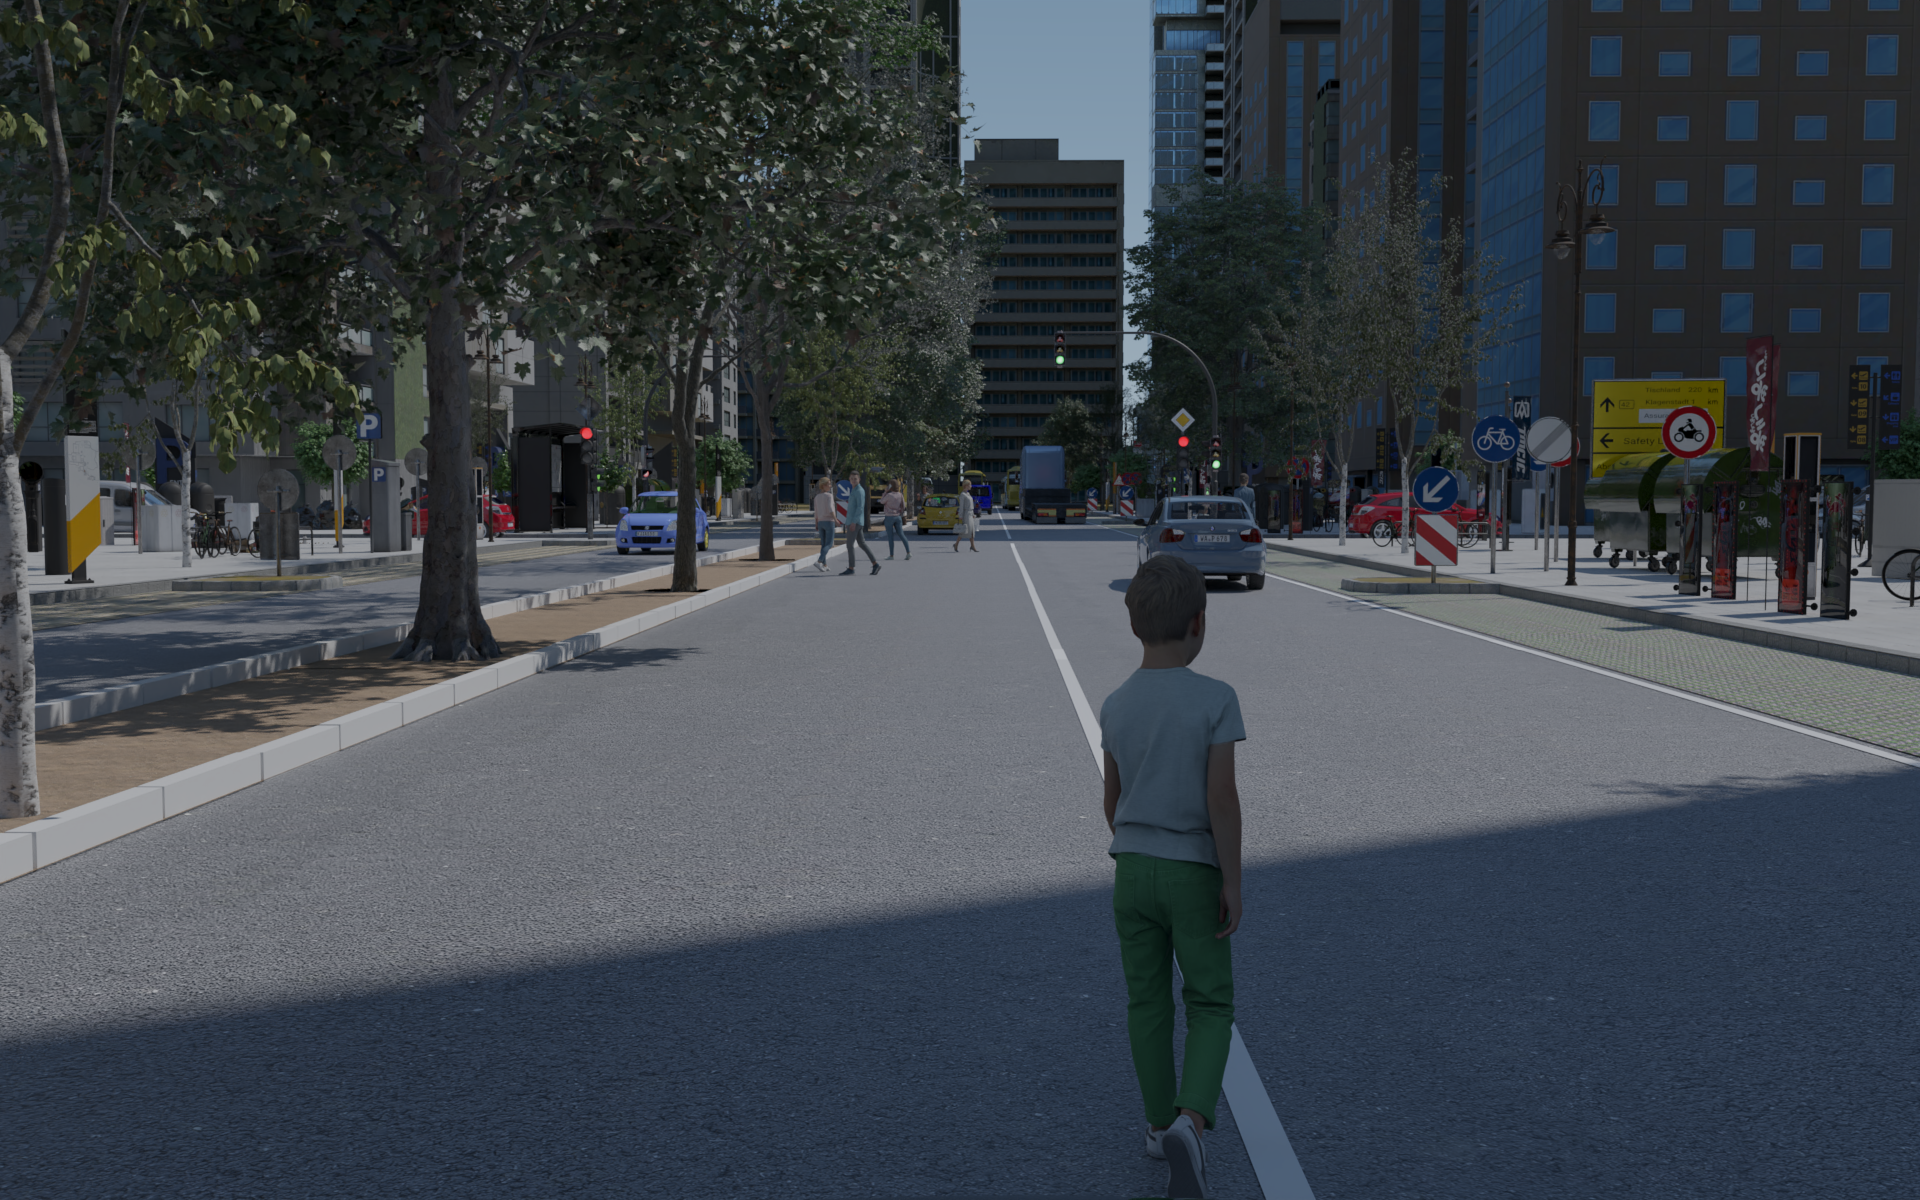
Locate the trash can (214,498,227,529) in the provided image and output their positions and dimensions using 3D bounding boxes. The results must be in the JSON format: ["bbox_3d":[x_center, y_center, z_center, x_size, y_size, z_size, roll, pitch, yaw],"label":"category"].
[{"bbox_3d":[-27.662,-3.230,64.471,0.748,1.137,0.748,0,3,0],"label":"trash can"}]

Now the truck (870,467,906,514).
[{"bbox_3d":[-5.478,-7.918,125.387,3.469,3.379,9.791,0,4,0],"label":"truck"}]

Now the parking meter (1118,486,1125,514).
[{"bbox_3d":[10.137,-6.306,108.810,0.399,1.863,0.255,-2,4,-28],"label":"parking meter"}]

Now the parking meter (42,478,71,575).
[{"bbox_3d":[-14.320,-1.165,27.457,0.372,1.533,0.369,0,3,0],"label":"parking meter"}]

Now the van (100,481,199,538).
[{"bbox_3d":[-25.415,-2.825,53.201,4.112,2.044,2.013,0,4,2],"label":"van"}]

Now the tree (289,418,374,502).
[{"bbox_3d":[-24.089,-5.074,66.674,4.285,4.588,4.351,0,3,0],"label":"tree"}]

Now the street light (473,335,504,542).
[{"bbox_3d":[-12.523,-4.483,46.080,0.468,5.910,1.993,0,4,1],"label":"street light"}]

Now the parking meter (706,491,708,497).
[{"bbox_3d":[-18.071,-6.993,122.743,0.372,1.533,0.369,0,3,0],"label":"parking meter"}]

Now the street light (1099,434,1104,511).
[{"bbox_3d":[10.617,-9.638,130.371,0.468,5.910,1.993,0,4,1],"label":"street light"}]

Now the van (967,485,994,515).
[{"bbox_3d":[1.270,-7.129,120.949,2.240,2.365,5.245,0,3,0],"label":"van"}]

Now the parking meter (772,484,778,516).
[{"bbox_3d":[-11.009,-5.934,102.724,0.399,1.863,0.255,0,4,6],"label":"parking meter"}]

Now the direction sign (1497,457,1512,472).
[{"bbox_3d":[19.553,-4.294,62.199,0.876,3.537,0.379,-1,4,-17],"label":"direction sign"}]

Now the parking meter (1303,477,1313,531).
[{"bbox_3d":[12.134,-3.346,60.419,0.255,1.863,0.399,3,4,38],"label":"parking meter"}]

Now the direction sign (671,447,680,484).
[{"bbox_3d":[-13.563,-5.602,83.590,0.876,3.537,0.379,-3,5,-41],"label":"direction sign"}]

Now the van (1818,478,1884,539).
[{"bbox_3d":[28.243,-2.816,53.048,4.112,2.044,2.013,0,4,1],"label":"van"}]

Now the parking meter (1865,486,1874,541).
[{"bbox_3d":[25.218,-2.412,47.854,0.372,1.533,0.369,0,3,0],"label":"parking meter"}]

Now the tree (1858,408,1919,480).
[{"bbox_3d":[35.392,-4.947,64.591,4.285,4.588,4.351,0,3,0],"label":"tree"}]

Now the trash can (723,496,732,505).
[{"bbox_3d":[-14.094,-5.861,107.478,0.748,1.137,0.748,0,3,0],"label":"trash can"}]

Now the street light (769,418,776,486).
[{"bbox_3d":[-11.456,-8.113,105.438,0.468,5.910,1.993,0,4,1],"label":"street light"}]

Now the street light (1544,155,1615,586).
[{"bbox_3d":[8.570,-3.139,24.108,0.468,5.910,1.993,0,4,1],"label":"street light"}]

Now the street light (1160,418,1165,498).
[{"bbox_3d":[9.753,-6.723,82.703,0.468,5.910,1.993,0,4,1],"label":"street light"}]

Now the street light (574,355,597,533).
[{"bbox_3d":[-12.303,-5.154,57.060,0.468,5.910,1.993,0,4,1],"label":"street light"}]

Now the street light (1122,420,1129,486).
[{"bbox_3d":[10.182,-8.180,106.537,0.468,5.910,1.993,0,4,1],"label":"street light"}]

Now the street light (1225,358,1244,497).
[{"bbox_3d":[9.310,-5.265,58.868,0.468,5.910,1.993,0,4,1],"label":"street light"}]

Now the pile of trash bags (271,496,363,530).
[{"bbox_3d":[-23.181,-3.191,61.926,1.912,1.369,3.447,2,4,30],"label":"pile of trash bags"}]

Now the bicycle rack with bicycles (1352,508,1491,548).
[{"bbox_3d":[11.379,-1.735,41.746,2.925,0.926,2.852,0,4,-4],"label":"bicycle rack with bicycles"}]

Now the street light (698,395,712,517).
[{"bbox_3d":[-11.972,-6.638,81.325,0.468,5.910,1.993,0,4,1],"label":"street light"}]

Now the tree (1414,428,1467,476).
[{"bbox_3d":[24.263,-6.226,85.508,4.285,4.588,4.351,0,3,0],"label":"tree"}]

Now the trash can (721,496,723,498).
[{"bbox_3d":[-17.603,-7.020,126.438,0.748,1.137,0.748,0,3,0],"label":"trash can"}]

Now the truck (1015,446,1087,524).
[{"bbox_3d":[4.707,-6.198,91.094,2.967,4.110,18.799,0,4,0],"label":"truck"}]

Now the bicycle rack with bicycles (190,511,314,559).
[{"bbox_3d":[-14.632,-1.335,35.204,2.852,0.926,2.925,0,4,7],"label":"bicycle rack with bicycles"}]

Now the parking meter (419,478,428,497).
[{"bbox_3d":[-19.188,-3.447,62.062,0.399,1.863,0.255,0,4,-8],"label":"parking meter"}]

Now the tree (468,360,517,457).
[{"bbox_3d":[-25.130,-8.519,89.655,4.360,8.622,3.978,0,3,0],"label":"tree"}]

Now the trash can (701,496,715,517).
[{"bbox_3d":[-14.173,-5.221,97.023,0.748,1.137,0.748,0,3,0],"label":"trash can"}]

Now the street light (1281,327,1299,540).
[{"bbox_3d":[9.180,-4.596,47.939,0.468,5.910,1.993,0,4,1],"label":"street light"}]

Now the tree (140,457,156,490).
[{"bbox_3d":[-29.932,-4.321,65.252,1.663,3.219,1.824,0,3,0],"label":"tree"}]

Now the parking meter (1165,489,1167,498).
[{"bbox_3d":[11.125,-5.270,94.575,0.372,1.533,0.369,0,3,0],"label":"parking meter"}]

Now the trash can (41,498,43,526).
[{"bbox_3d":[-36.915,-3.569,70.014,0.748,1.137,0.748,0,3,0],"label":"trash can"}]

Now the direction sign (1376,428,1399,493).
[{"bbox_3d":[14.652,-4.126,59.449,0.379,3.537,0.876,-3,5,-44],"label":"direction sign"}]

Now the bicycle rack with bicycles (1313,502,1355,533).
[{"bbox_3d":[13.273,-2.712,57.720,2.852,0.926,2.925,0,4,-6],"label":"bicycle rack with bicycles"}]

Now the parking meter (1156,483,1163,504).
[{"bbox_3d":[9.958,-4.901,85.842,0.399,1.863,0.255,3,4,39],"label":"parking meter"}]

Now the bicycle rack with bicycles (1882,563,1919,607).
[{"bbox_3d":[12.059,-0.393,19.801,2.852,0.926,2.925,-3,5,-40],"label":"bicycle rack with bicycles"}]

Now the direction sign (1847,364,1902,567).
[{"bbox_3d":[16.004,-2.347,30.375,0.876,3.537,0.379,0,4,6],"label":"direction sign"}]

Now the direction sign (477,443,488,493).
[{"bbox_3d":[-21.276,-5.227,77.452,0.876,3.537,0.379,2,4,33],"label":"direction sign"}]

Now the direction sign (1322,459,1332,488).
[{"bbox_3d":[23.923,-7.420,113.310,0.876,3.537,0.379,-1,4,-21],"label":"direction sign"}]

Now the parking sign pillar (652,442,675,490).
[{"bbox_3d":[-15.338,-6.161,89.204,1.447,3.967,1.447,1,4,15],"label":"parking sign pillar"}]

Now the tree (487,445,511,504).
[{"bbox_3d":[-18.016,-4.525,68.583,1.663,3.219,1.824,0,3,0],"label":"tree"}]

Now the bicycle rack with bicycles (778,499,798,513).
[{"bbox_3d":[-13.439,-7.073,129.025,2.925,0.926,2.852,-2,4,-29],"label":"bicycle rack with bicycles"}]

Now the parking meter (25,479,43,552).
[{"bbox_3d":[-20.638,-2.011,38.589,0.255,1.863,0.399,-1,4,-17],"label":"parking meter"}]

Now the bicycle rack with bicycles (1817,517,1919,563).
[{"bbox_3d":[18.186,-1.363,35.660,2.852,0.926,2.925,2,4,35],"label":"bicycle rack with bicycles"}]

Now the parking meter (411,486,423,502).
[{"bbox_3d":[-17.689,-2.937,56.428,0.372,1.533,0.369,0,3,0],"label":"parking meter"}]
